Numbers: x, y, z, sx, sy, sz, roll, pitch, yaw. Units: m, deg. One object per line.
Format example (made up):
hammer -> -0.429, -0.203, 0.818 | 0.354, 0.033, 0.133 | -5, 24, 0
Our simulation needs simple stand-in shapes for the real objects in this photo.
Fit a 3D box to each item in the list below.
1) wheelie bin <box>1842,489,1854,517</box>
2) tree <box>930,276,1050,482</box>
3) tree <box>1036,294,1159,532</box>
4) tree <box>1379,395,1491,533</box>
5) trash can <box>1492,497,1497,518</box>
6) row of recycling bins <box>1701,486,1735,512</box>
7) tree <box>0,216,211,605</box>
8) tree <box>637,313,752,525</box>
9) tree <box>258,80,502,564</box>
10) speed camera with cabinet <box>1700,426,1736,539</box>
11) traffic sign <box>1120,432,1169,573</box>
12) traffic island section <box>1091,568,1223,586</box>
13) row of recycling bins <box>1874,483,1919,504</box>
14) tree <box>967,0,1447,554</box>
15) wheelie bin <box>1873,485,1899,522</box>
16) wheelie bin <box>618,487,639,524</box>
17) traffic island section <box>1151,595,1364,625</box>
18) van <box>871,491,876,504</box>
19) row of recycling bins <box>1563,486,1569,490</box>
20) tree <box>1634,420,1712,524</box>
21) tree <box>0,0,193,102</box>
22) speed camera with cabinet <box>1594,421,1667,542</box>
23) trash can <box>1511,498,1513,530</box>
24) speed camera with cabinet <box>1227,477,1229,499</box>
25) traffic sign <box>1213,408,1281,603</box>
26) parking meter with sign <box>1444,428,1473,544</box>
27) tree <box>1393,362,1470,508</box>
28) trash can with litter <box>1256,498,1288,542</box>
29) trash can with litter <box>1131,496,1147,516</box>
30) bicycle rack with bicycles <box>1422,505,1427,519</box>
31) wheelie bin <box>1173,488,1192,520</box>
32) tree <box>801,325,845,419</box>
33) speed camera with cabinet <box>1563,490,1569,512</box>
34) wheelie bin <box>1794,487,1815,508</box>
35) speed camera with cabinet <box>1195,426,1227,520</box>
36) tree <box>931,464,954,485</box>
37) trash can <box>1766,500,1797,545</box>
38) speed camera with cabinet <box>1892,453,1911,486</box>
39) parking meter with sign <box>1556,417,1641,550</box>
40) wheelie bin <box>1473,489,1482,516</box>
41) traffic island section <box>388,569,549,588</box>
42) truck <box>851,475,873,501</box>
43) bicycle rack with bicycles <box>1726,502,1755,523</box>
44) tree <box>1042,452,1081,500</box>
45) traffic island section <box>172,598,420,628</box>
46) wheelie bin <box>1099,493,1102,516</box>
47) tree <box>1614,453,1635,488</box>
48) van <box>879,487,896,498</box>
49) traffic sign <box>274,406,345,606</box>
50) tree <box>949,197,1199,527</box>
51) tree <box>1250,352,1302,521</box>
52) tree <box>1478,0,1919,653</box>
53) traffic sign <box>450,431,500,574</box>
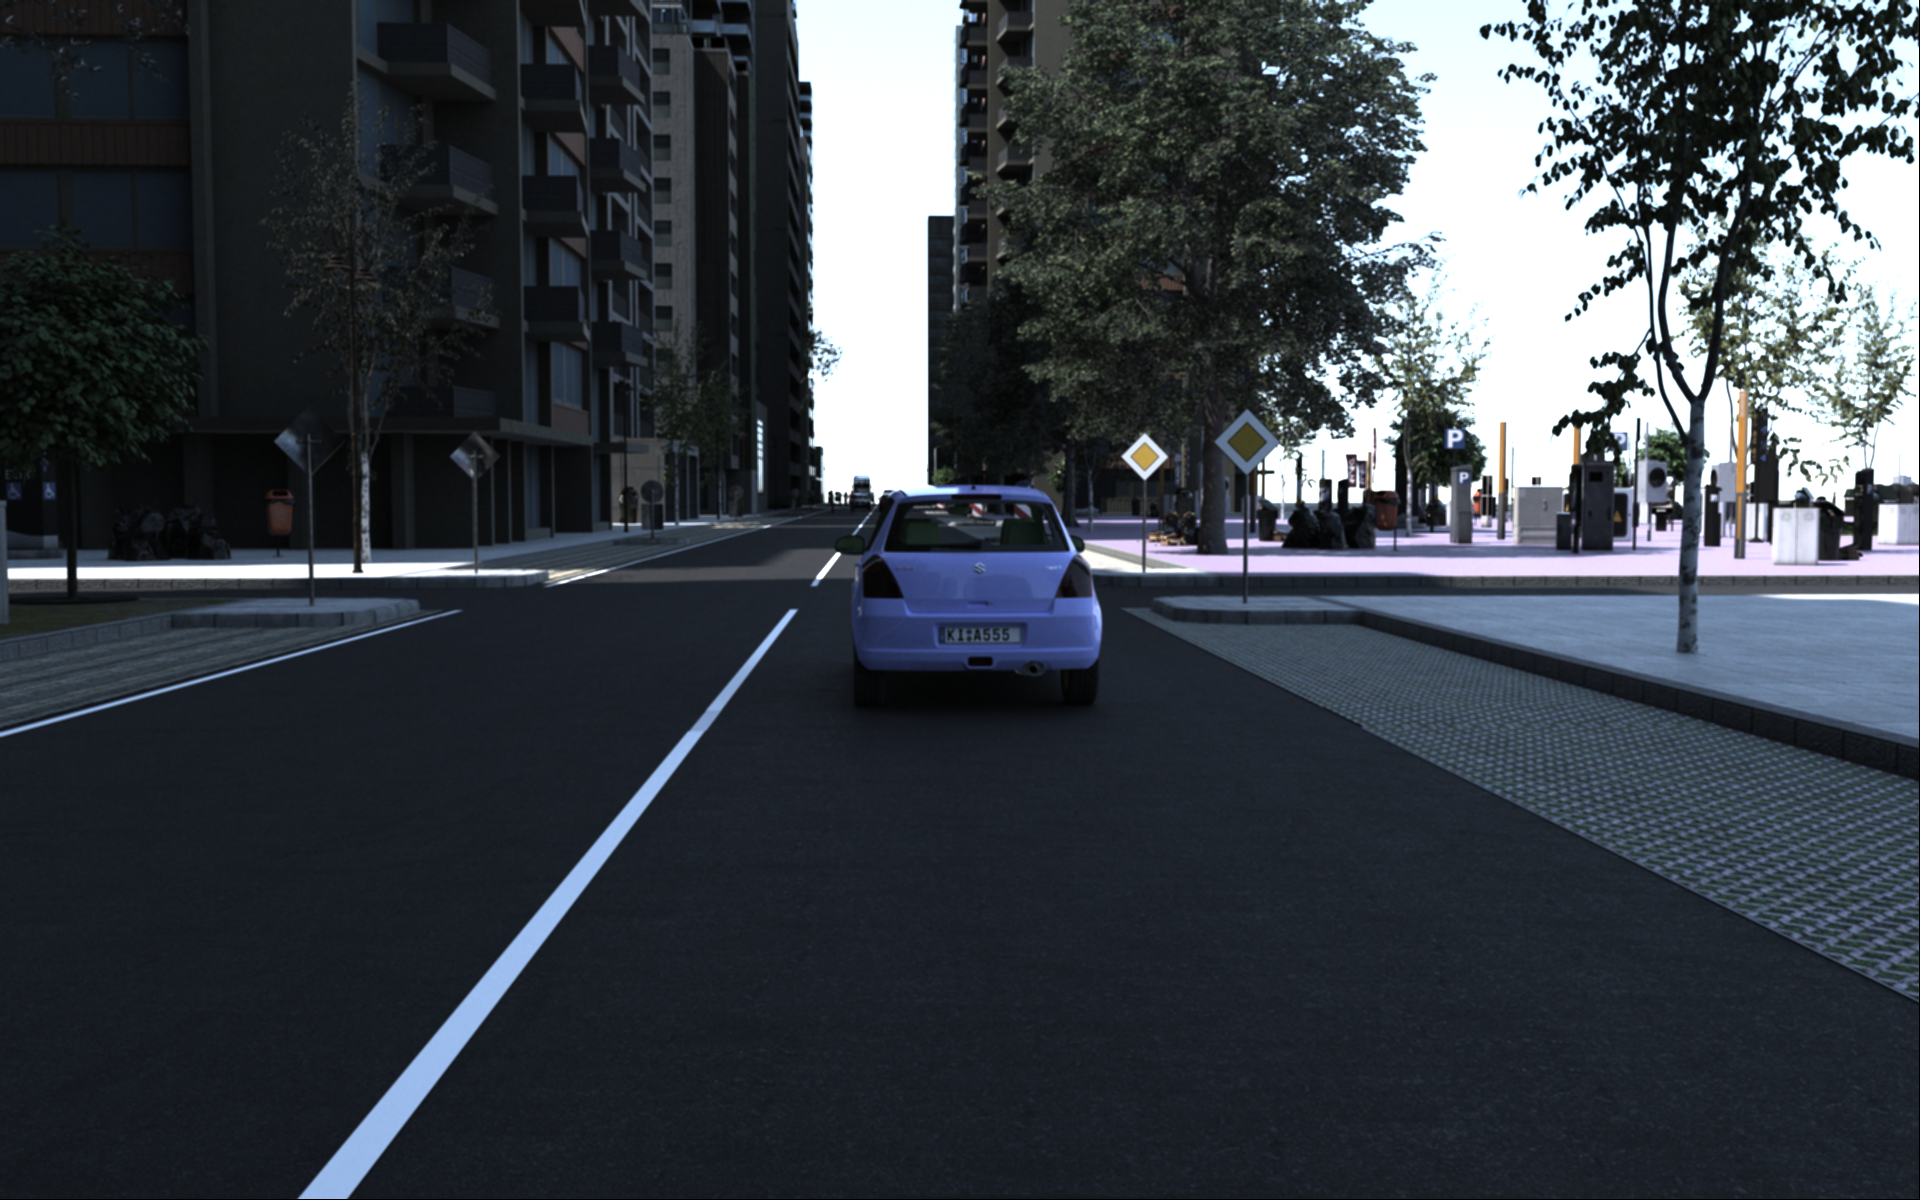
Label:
wheelie bin -> 50.682, -5.539, 98.476 | 0.693, 1.594, 0.980 | -3, 5, -43
tree -> 3.597, -10.880, 88.265 | 12.009, 13.543, 11.850 | 0, 3, 0
tree -> 4.457, -6.588, 58.078 | 4.360, 8.622, 3.978 | 0, 3, 0
tree -> 15.623, -4.513, 57.502 | 4.285, 4.588, 4.351 | 0, 3, 0
trash can -> 28.693, -5.020, 93.738 | 0.748, 1.137, 0.748 | 0, 3, 0
row of recycling bins -> 39.653, -5.141, 91.172 | 3.534, 1.692, 1.069 | -1, 4, -19
tree -> -10.712, -2.255, 20.585 | 4.285, 4.588, 4.351 | 0, 3, 0
tree -> -11.563, -7.417, 71.624 | 4.737, 8.622, 4.395 | 0, 3, 0
tree -> -10.818, -4.990, 31.957 | 4.360, 8.622, 3.978 | 0, 3, 0
speed camera with cabinet -> 22.144, -3.452, 50.781 | 0.660, 3.252, 2.038 | 0, 4, 5
traffic sign -> 3.004, -1.505, 28.247 | 0.795, 2.450, 0.064 | 0, 4, -2
traffic island section -> 3.028, -0.370, 28.325 | 2.009, 0.180, 2.903 | 0, 4, -2
row of recycling bins -> 36.279, -3.629, 66.445 | 1.069, 1.692, 3.534 | -1, 4, -17
tree -> 5.314, -7.960, 36.805 | 9.857, 13.997, 8.962 | 0, 3, 0
wheelie bin -> 32.698, -3.270, 61.373 | 0.980, 1.594, 0.693 | -1, 4, -8
wheelie bin -> -14.307, -4.101, 74.965 | 0.693, 1.594, 0.980 | 2, 4, 24
traffic island section -> 3.368, 0.118, 20.347 | 2.009, 0.180, 2.903 | 0, 4, -2
van -> -13.583, -15.417, 259.073 | 2.013, 2.044, 4.112 | 0, 4, -4
row of recycling bins -> 32.675, -5.061, 89.868 | 1.069, 1.692, 3.534 | -2, 4, -28
tree -> 30.748, -5.578, 74.918 | 4.285, 4.588, 4.351 | 0, 3, 0
tree -> -10.249, -6.147, 10.878 | 12.009, 13.543, 11.850 | 0, 3, 0
speed camera with cabinet -> 18.085, -3.210, 46.820 | 2.038, 3.252, 0.660 | -1, 4, -17
trash can -> 18.985, -2.867, 58.521 | 0.748, 1.137, 0.748 | 0, 3, 0
speed camera with cabinet -> 12.777, -5.712, 87.732 | 2.038, 3.252, 0.660 | -3, 5, -42
traffic sign -> 3.345, -1.017, 20.269 | 0.795, 2.450, 0.064 | 0, 4, -2
parking meter with sign -> 13.067, -2.996, 45.238 | 0.543, 3.016, 1.738 | 0, 4, 5
tree -> 25.515, -8.844, 94.959 | 4.360, 8.622, 3.978 | 0, 3, 0
trash can with litter -> 8.528, -2.168, 46.838 | 0.624, 1.170, 1.055 | -3, 5, -39
trash can with litter -> 10.543, -5.508, 101.444 | 1.055, 1.170, 0.624 | 0, 4, -2
bicycle rack with bicycles -> 21.498, -4.235, 82.618 | 2.852, 0.926, 2.925 | -3, 5, -41
wheelie bin -> 11.018, -4.741, 85.420 | 0.980, 1.594, 0.693 | -1, 4, -17
tree -> -18.782, -19.720, 178.308 | 12.611, 20.169, 13.585 | 0, 3, 0
speed camera with cabinet -> 27.119, -4.968, 75.560 | 0.660, 3.252, 2.038 | -1, 4, -15
wheelie bin -> 35.828, -4.015, 73.550 | 0.693, 1.594, 0.980 | 3, 5, 44
speed camera with cabinet -> 7.214, -3.403, 49.979 | 0.660, 3.252, 2.038 | 0, 4, 5
tree -> -1.524, -12.683, 191.077 | 4.285, 4.588, 4.351 | 0, 3, 0
trash can -> 20.699, -1.959, 43.687 | 0.748, 1.137, 0.748 | 0, 3, 0
speed camera with cabinet -> 45.637, -5.417, 82.910 | 0.660, 3.252, 2.038 | -1, 4, -15
parking meter with sign -> 14.597, -2.655, 39.664 | 1.738, 3.016, 0.543 | 1, 4, 15
wheelie bin -> 30.043, -5.616, 99.722 | 0.980, 1.594, 0.693 | -2, 4, -30
traffic island section -> -7.804, -0.342, 27.870 | 2.009, 0.180, 2.903 | 0, 4, -2
truck -> -14.049, -15.734, 247.009 | 2.967, 4.110, 18.799 | 0, 4, -4
bicycle rack with bicycles -> 34.620, -3.927, 77.582 | 2.925, 0.926, 2.852 | -2, 4, -24
tree -> 4.706, -5.080, 77.659 | 1.663, 3.219, 1.824 | 0, 3, 0
traffic island section -> -7.464, 0.146, 19.892 | 2.009, 0.180, 2.903 | 0, 4, -2
wheelie bin -> 8.168, -5.856, 103.660 | 0.693, 1.594, 0.980 | 0, 4, 2
tree -> 30.290, -5.193, 79.511 | 1.663, 3.219, 1.824 | 0, 3, 0
van -> -6.143, -8.936, 153.116 | 2.013, 2.044, 4.112 | 0, 4, -3
traffic sign -> -7.441, -0.990, 19.831 | 0.795, 2.450, 0.064 | 0, 4, -2
tree -> 4.352, -9.190, 67.272 | 9.611, 12.733, 9.660 | 0, 3, 0
tree -> 15.443, -8.041, 81.830 | 4.737, 8.622, 4.395 | 0, 3, 0
tree -> 6.093, -3.889, 13.951 | 4.737, 8.622, 4.395 | 0, 3, 0
traffic sign -> -7.781, -1.478, 27.809 | 0.795, 2.450, 0.064 | 0, 4, -2
